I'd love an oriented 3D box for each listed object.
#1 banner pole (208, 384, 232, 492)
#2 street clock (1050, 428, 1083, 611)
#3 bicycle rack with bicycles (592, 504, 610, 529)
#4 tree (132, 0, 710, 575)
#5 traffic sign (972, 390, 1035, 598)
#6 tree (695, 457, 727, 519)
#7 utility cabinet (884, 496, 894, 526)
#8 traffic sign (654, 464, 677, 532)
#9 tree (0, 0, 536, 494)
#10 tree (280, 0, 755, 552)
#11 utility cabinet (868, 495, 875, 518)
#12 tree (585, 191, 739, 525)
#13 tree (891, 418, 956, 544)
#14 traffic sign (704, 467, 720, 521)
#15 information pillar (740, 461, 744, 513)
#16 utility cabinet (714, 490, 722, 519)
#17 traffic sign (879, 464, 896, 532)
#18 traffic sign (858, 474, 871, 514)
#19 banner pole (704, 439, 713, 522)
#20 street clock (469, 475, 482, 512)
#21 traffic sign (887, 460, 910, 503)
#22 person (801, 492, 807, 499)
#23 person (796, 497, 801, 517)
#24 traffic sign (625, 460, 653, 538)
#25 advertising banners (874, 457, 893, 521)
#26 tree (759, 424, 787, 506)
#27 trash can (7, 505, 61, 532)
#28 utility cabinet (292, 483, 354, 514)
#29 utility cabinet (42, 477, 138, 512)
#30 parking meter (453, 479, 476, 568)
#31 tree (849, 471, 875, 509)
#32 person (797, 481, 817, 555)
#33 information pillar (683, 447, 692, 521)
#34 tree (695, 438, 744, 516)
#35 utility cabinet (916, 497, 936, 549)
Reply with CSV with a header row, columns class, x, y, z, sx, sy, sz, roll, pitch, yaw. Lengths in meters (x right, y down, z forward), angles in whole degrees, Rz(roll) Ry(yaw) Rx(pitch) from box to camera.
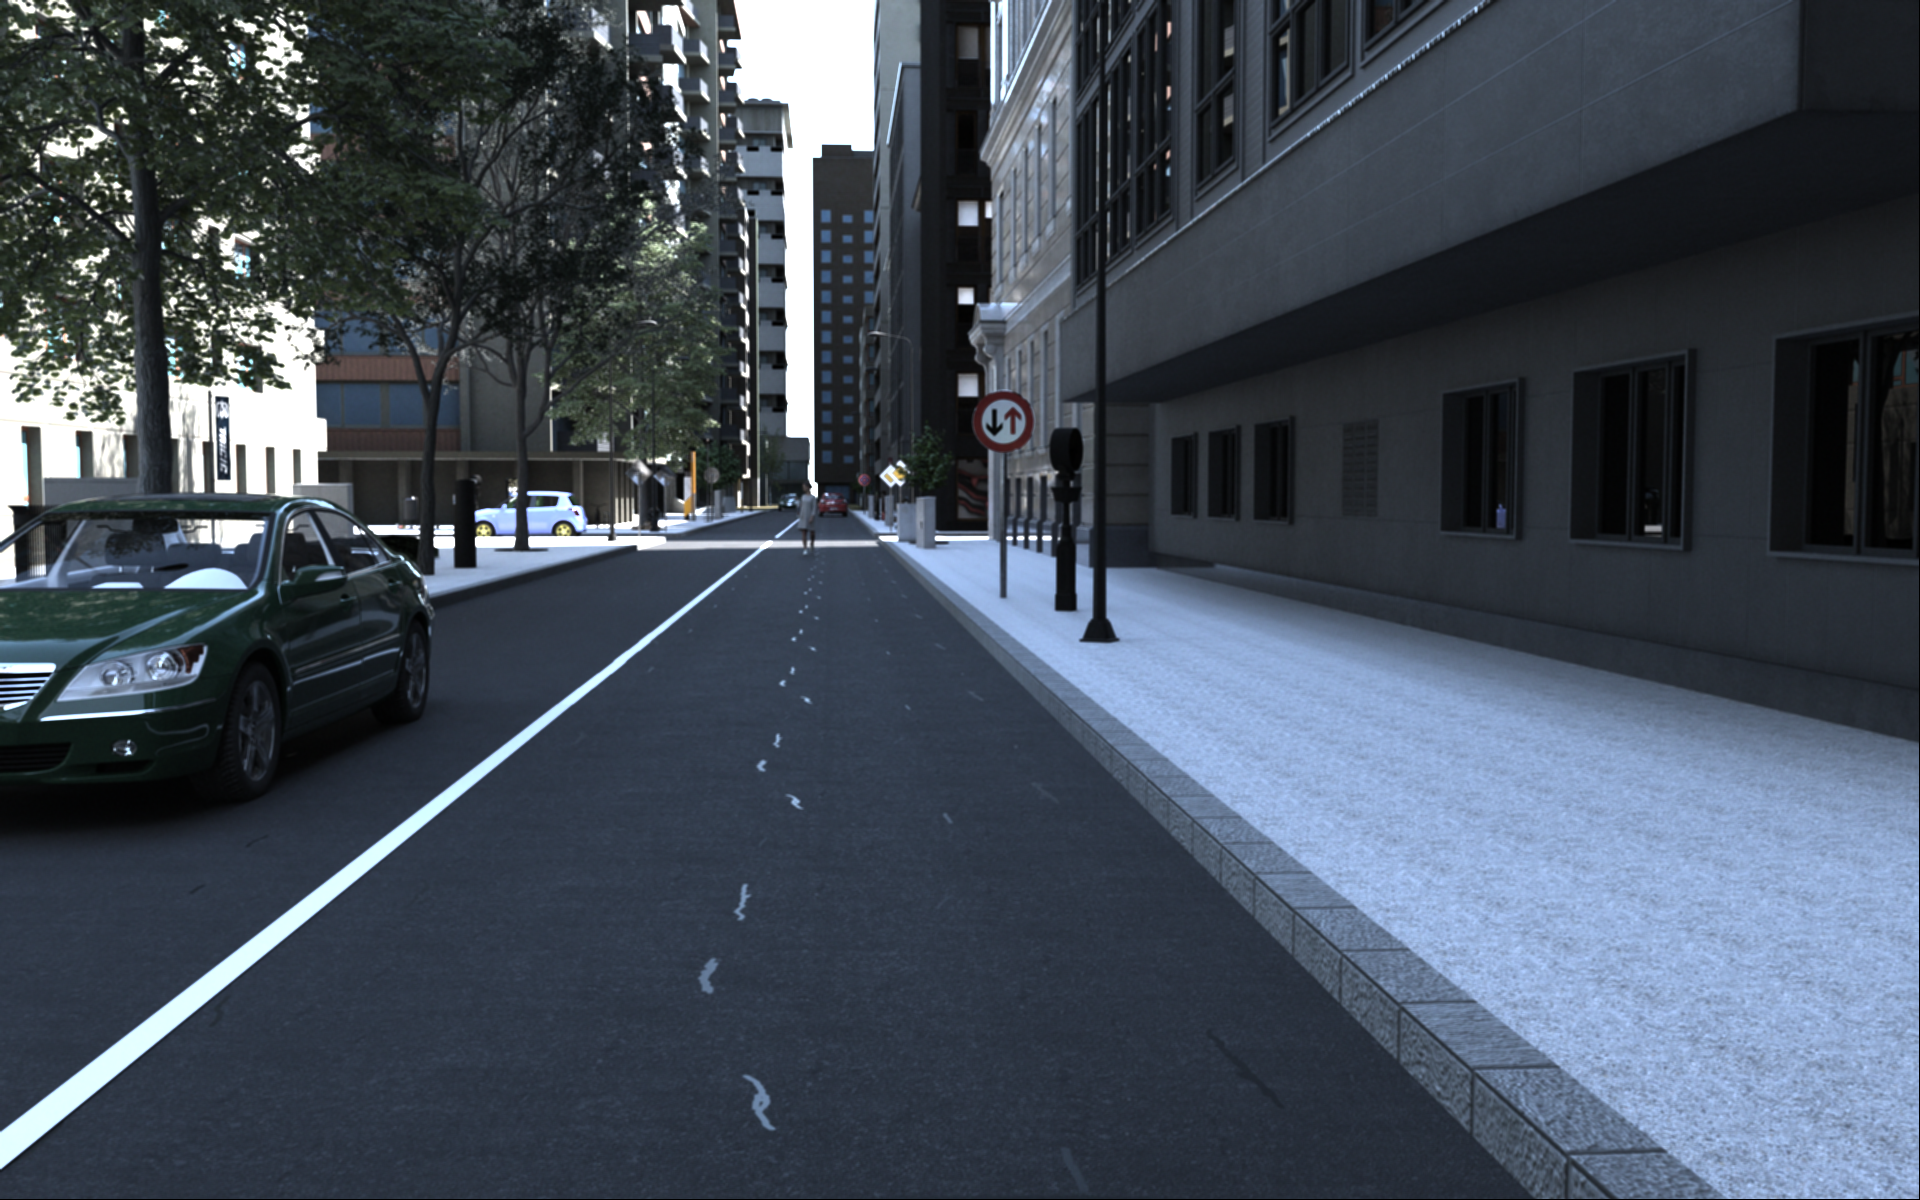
class,x,y,z,sx,sy,sz,roll,pitch,yaw
banner pole,-16.618,-2.986,38.830,0.401,3.779,0.863,1,4,17
street clock,1.166,-0.883,19.014,0.358,2.002,0.471,2,4,24
bicycle rack with bicycles,-14.088,-3.102,64.092,2.852,0.926,2.925,-1,4,-16
tree,-8.381,-5.652,26.830,8.767,10.594,7.601,-1,4,-21
traffic sign,0.538,-1.299,21.348,0.768,2.556,0.104,0,4,3
tree,-12.921,-5.882,90.764,1.663,3.219,1.824,0,3,0
utility cabinet,-2.847,-3.563,69.422,0.306,1.237,1.020,0,4,-7
traffic sign,-9.866,-3.327,58.043,0.795,2.450,0.064,0,4,-4
tree,-8.218,-6.067,17.328,7.486,12.596,7.792,0,3,0
tree,-9.735,-7.847,38.664,12.009,13.543,11.850,0,3,0
utility cabinet,-4.745,-5.026,93.344,0.306,1.237,1.020,0,4,3
tree,-12.091,-8.983,64.992,7.486,12.596,7.792,0,3,0
tree,-0.945,-3.059,44.608,1.663,3.219,1.824,0,3,0
traffic sign,-11.733,-4.998,81.829,0.768,2.556,0.104,0,4,3
information pillar,-15.149,-7.887,120.302,0.183,3.616,0.504,0,4,-3
utility cabinet,-12.338,-4.863,88.185,0.318,1.500,1.173,0,4,-3
traffic sign,-2.341,-3.360,58.581,0.795,2.450,0.064,0,4,-4
traffic sign,-6.059,-6.717,109.926,0.768,2.556,0.104,0,4,-4
banner pole,-11.593,-5.484,79.673,0.401,3.779,0.863,0,4,-5
street clock,-18.440,-3.756,65.979,0.471,2.002,0.358,3,4,36
traffic sign,-1.747,-2.873,50.618,0.795,2.450,0.064,0,4,-4
person,-14.827,-9.714,167.847,1.217,1.766,0.721,0,4,-1
person,-10.075,-5.798,107.989,0.352,1.250,0.332,-1,4,-12
traffic sign,-9.272,-2.840,50.080,0.795,2.450,0.064,0,4,-4
advertising banners,-3.691,-5.345,83.579,0.090,3.025,2.074,-2,4,-27
tree,-19.887,-14.106,180.992,4.737,8.622,4.395,0,3,0
trash can,-11.819,-0.650,22.278,0.748,1.137,0.748,0,3,0
utility cabinet,-13.222,-1.668,35.957,1.173,1.500,0.318,0,4,3
utility cabinet,-11.734,-0.904,23.455,1.173,1.500,0.318,-2,4,-30
parking meter,-8.636,-1.332,30.192,0.372,1.533,0.369,0,3,0
tree,-8.491,-9.397,148.244,1.663,3.219,1.824,0,3,0
person,-3.624,-1.953,41.178,0.466,1.731,0.760,0,4,-1
information pillar,-13.043,-5.617,83.200,0.504,3.616,0.183,-2,4,-25
tree,-14.377,-7.236,102.017,4.285,4.588,4.351,0,3,0
utility cabinet,-0.816,-1.826,41.019,0.306,1.237,1.020,-1,4,-12
